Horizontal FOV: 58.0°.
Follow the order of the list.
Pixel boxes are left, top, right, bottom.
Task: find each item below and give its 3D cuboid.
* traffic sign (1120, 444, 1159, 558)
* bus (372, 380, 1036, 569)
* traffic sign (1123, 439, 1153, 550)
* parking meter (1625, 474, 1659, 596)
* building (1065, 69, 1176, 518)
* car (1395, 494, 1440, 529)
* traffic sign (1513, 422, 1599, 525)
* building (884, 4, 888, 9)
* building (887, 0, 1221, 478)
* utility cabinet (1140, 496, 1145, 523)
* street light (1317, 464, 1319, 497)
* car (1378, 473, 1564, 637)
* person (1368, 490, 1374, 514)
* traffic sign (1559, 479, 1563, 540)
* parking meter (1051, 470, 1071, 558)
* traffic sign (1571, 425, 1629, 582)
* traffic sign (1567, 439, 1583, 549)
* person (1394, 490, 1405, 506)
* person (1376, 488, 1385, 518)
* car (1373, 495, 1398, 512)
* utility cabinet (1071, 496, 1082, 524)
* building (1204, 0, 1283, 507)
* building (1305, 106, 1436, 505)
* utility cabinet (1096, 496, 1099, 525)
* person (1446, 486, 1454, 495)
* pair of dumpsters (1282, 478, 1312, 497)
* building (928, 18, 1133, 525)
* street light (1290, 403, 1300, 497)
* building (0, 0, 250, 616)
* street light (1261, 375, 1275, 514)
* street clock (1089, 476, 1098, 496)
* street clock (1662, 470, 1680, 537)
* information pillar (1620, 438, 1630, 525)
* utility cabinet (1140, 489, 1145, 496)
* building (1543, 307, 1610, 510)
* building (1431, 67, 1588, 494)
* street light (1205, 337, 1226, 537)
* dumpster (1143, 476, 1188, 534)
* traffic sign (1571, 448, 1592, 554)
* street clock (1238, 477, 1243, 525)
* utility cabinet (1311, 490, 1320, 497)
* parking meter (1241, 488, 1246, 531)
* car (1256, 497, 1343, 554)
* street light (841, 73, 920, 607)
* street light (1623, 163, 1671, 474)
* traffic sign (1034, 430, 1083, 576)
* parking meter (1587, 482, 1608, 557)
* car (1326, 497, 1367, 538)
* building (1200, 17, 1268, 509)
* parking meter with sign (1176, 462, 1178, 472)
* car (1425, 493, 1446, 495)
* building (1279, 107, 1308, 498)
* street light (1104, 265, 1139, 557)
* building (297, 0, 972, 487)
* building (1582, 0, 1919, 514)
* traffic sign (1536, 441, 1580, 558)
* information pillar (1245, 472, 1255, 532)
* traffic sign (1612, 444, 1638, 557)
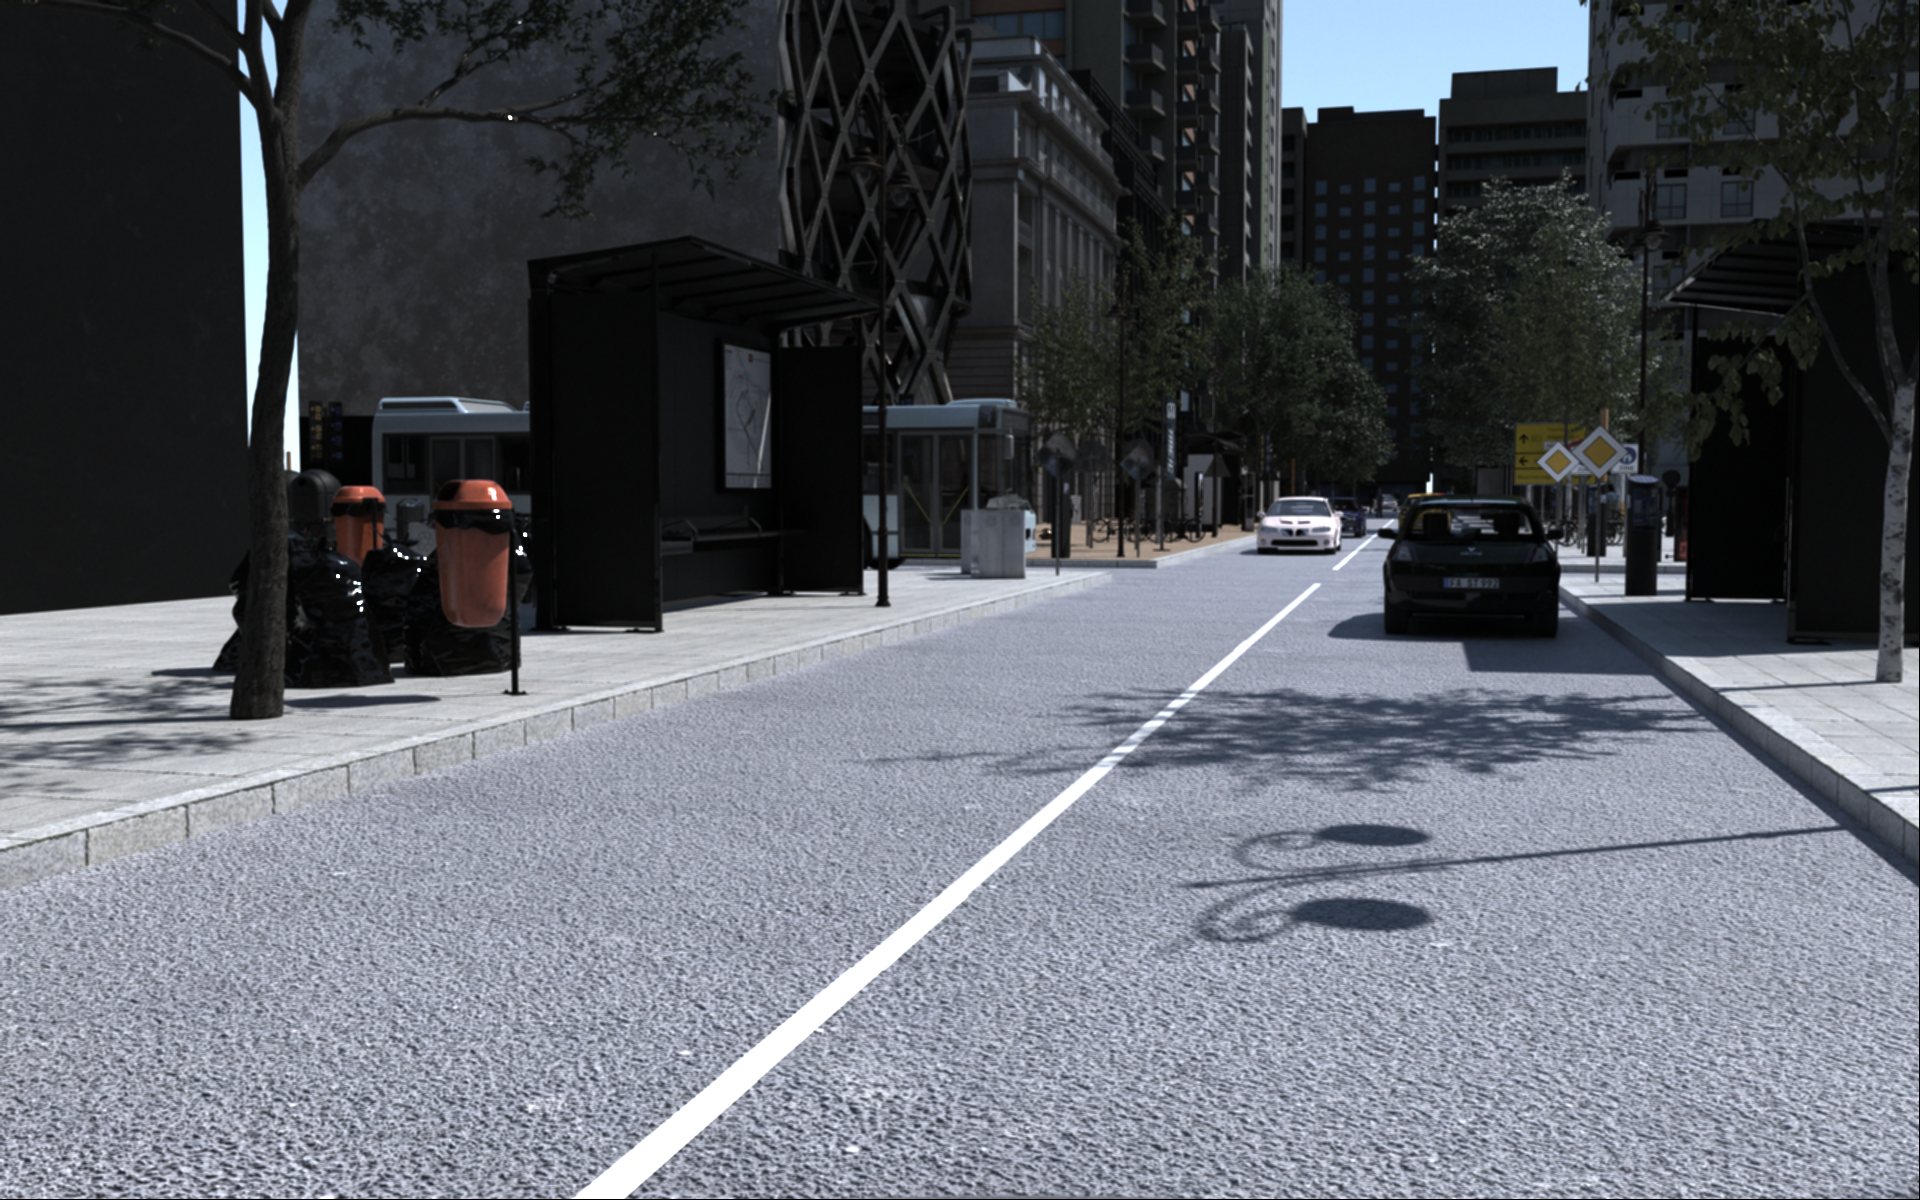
[{"bbox_3d":[3.601,-1.912,34.911,0.795,2.450,0.064,1,4,15],"label":"traffic sign"},{"bbox_3d":[-4.430,-2.290,32.299,13.247,3.499,2.948,1,4,16],"label":"bus"},{"bbox_3d":[4.079,-2.440,39.994,0.768,2.556,0.104,2,4,25],"label":"traffic sign"},{"bbox_3d":[8.620,-0.824,21.886,0.372,1.533,0.369,0,3,0],"label":"parking meter"},{"bbox_3d":[5.133,-16.499,99.442,12.332,23.373,15.834,1,4,15],"label":"building"},{"bbox_3d":[15.767,-2.966,58.721,2.015,1.641,3.980,1,4,15],"label":"car"},{"bbox_3d":[16.873,-3.379,49.117,2.265,3.308,0.079,1,4,23],"label":"traffic sign"},{"bbox_3d":[-8.756,-55.508,220.229,31.000,86.520,22.319,1,4,15],"label":"building"},{"bbox_3d":[6.943,-28.839,126.136,22.147,44.769,28.867,1,4,15],"label":"building"},{"bbox_3d":[8.376,-3.979,76.210,1.020,1.237,0.306,-1,4,-21],"label":"utility cabinet"},{"bbox_3d":[20.659,-7.781,100.007,0.468,5.910,1.993,1,4,15],"label":"street light"},{"bbox_3d":[5.568,-0.558,18.914,2.009,1.686,4.222,1,4,16],"label":"car"},{"bbox_3d":[29.050,-6.898,122.113,0.721,1.723,1.217,1,4,18],"label":"person"},{"bbox_3d":[16.884,-2.970,48.662,0.768,2.556,0.104,2,4,24],"label":"traffic sign"},{"bbox_3d":[2.024,-1.772,34.685,0.255,1.863,0.399,2,4,33],"label":"parking meter"},{"bbox_3d":[9.256,-1.313,25.118,0.795,2.450,0.064,1,4,15],"label":"traffic sign"},{"bbox_3d":[14.486,-2.467,40.440,0.768,2.556,0.104,1,4,17],"label":"traffic sign"},{"bbox_3d":[40.176,-9.164,158.858,1.217,1.766,0.721,2,4,33],"label":"person"},{"bbox_3d":[25.575,-5.906,105.240,0.590,1.801,0.661,1,4,21],"label":"person"},{"bbox_3d":[35.159,-8.002,143.187,2.083,1.381,4.827,1,4,13],"label":"car"},{"bbox_3d":[4.739,-3.796,73.227,0.306,1.237,1.020,3,4,38],"label":"utility cabinet"},{"bbox_3d":[19.823,-44.547,166.599,20.611,71.187,20.563,1,4,15],"label":"building"},{"bbox_3d":[47.968,-33.792,202.617,14.200,45.320,14.600,1,4,15],"label":"building"},{"bbox_3d":[5.620,-3.722,72.013,0.306,1.237,1.020,0,4,4],"label":"utility cabinet"},{"bbox_3d":[21.229,-4.052,75.090,0.444,1.785,0.601,-1,4,-21],"label":"person"},{"bbox_3d":[19.657,-6.034,101.153,1.574,2.255,4.437,1,4,15],"label":"pair of dumpsters"},{"bbox_3d":[-0.582,-14.575,80.097,13.314,21.916,24.055,1,4,15],"label":"building"},{"bbox_3d":[16.271,-6.801,83.985,0.468,5.910,1.993,1,4,15],"label":"street light"},{"bbox_3d":[-18.295,-11.493,17.594,15.834,23.373,12.332,1,4,15],"label":"building"},{"bbox_3d":[11.935,-5.778,67.255,0.468,5.910,1.993,1,4,15],"label":"street light"},{"bbox_3d":[5.381,-3.988,69.768,0.358,2.002,0.471,1,4,9],"label":"street clock"},{"bbox_3d":[21.282,-2.893,51.873,0.471,2.002,0.358,0,4,3],"label":"street clock"},{"bbox_3d":[27.665,-4.933,72.009,0.504,3.616,0.183,-2,4,-33],"label":"information pillar"},{"bbox_3d":[8.418,-4.221,77.691,0.318,1.500,1.173,3,5,44],"label":"utility cabinet"},{"bbox_3d":[66.367,-18.748,151.575,27.650,21.520,28.899,1,4,15],"label":"building"},{"bbox_3d":[66.022,-35.294,200.751,21.600,48.544,21.300,1,4,15],"label":"building"},{"bbox_3d":[7.542,-4.798,51.234,0.468,5.910,1.993,1,4,15],"label":"street light"},{"bbox_3d":[6.648,-3.080,56.122,1.264,1.857,1.865,1,4,15],"label":"dumpster"},{"bbox_3d":[13.416,-2.146,37.220,0.606,2.300,0.079,1,4,22],"label":"traffic sign"},{"bbox_3d":[11.355,-4.064,71.022,0.471,2.002,0.358,2,4,35],"label":"street clock"},{"bbox_3d":[21.859,-6.031,107.285,0.318,1.500,1.173,3,5,41],"label":"utility cabinet"},{"bbox_3d":[9.962,-3.163,60.126,0.372,1.533,0.369,0,3,0],"label":"parking meter"},{"bbox_3d":[8.412,-1.858,42.740,2.083,1.381,4.827,1,4,15],"label":"car"},{"bbox_3d":[-0.879,-2.863,19.604,0.468,5.910,1.993,1,4,15],"label":"street light"},{"bbox_3d":[9.699,-3.168,24.589,0.468,5.910,1.993,1,4,15],"label":"street light"},{"bbox_3d":[1.538,-1.441,27.196,0.795,2.450,0.064,1,4,15],"label":"traffic sign"},{"bbox_3d":[13.076,-1.660,35.545,0.372,1.533,0.369,0,3,0],"label":"parking meter"},{"bbox_3d":[12.690,-2.784,58.092,1.945,1.354,3.894,1,4,16],"label":"car"},{"bbox_3d":[18.159,-28.306,146.401,14.154,41.232,14.086,1,4,15],"label":"building"},{"bbox_3d":[12.243,-5.976,93.969,0.543,3.016,1.738,2,4,25],"label":"parking meter with sign"},{"bbox_3d":[24.607,-4.944,89.870,2.155,1.783,4.494,1,4,15],"label":"car"},{"bbox_3d":[31.401,-35.870,210.168,21.600,48.544,21.300,1,4,15],"label":"building"},{"bbox_3d":[3.283,-3.816,35.176,0.468,5.910,1.993,1,4,15],"label":"street light"},{"bbox_3d":[-8.360,-11.423,54.219,16.820,18.784,16.811,1,4,15],"label":"building"},{"bbox_3d":[59.862,-32.660,123.225,28.713,52.752,27.495,1,4,15],"label":"building"},{"bbox_3d":[11.320,-1.785,32.832,0.795,2.450,0.064,1,4,15],"label":"traffic sign"},{"bbox_3d":[9.867,-3.330,58.935,0.304,2.012,0.304,1,4,11],"label":"information pillar"},{"bbox_3d":[13.466,-2.012,35.033,0.606,2.300,0.079,1,4,15],"label":"traffic sign"}]
